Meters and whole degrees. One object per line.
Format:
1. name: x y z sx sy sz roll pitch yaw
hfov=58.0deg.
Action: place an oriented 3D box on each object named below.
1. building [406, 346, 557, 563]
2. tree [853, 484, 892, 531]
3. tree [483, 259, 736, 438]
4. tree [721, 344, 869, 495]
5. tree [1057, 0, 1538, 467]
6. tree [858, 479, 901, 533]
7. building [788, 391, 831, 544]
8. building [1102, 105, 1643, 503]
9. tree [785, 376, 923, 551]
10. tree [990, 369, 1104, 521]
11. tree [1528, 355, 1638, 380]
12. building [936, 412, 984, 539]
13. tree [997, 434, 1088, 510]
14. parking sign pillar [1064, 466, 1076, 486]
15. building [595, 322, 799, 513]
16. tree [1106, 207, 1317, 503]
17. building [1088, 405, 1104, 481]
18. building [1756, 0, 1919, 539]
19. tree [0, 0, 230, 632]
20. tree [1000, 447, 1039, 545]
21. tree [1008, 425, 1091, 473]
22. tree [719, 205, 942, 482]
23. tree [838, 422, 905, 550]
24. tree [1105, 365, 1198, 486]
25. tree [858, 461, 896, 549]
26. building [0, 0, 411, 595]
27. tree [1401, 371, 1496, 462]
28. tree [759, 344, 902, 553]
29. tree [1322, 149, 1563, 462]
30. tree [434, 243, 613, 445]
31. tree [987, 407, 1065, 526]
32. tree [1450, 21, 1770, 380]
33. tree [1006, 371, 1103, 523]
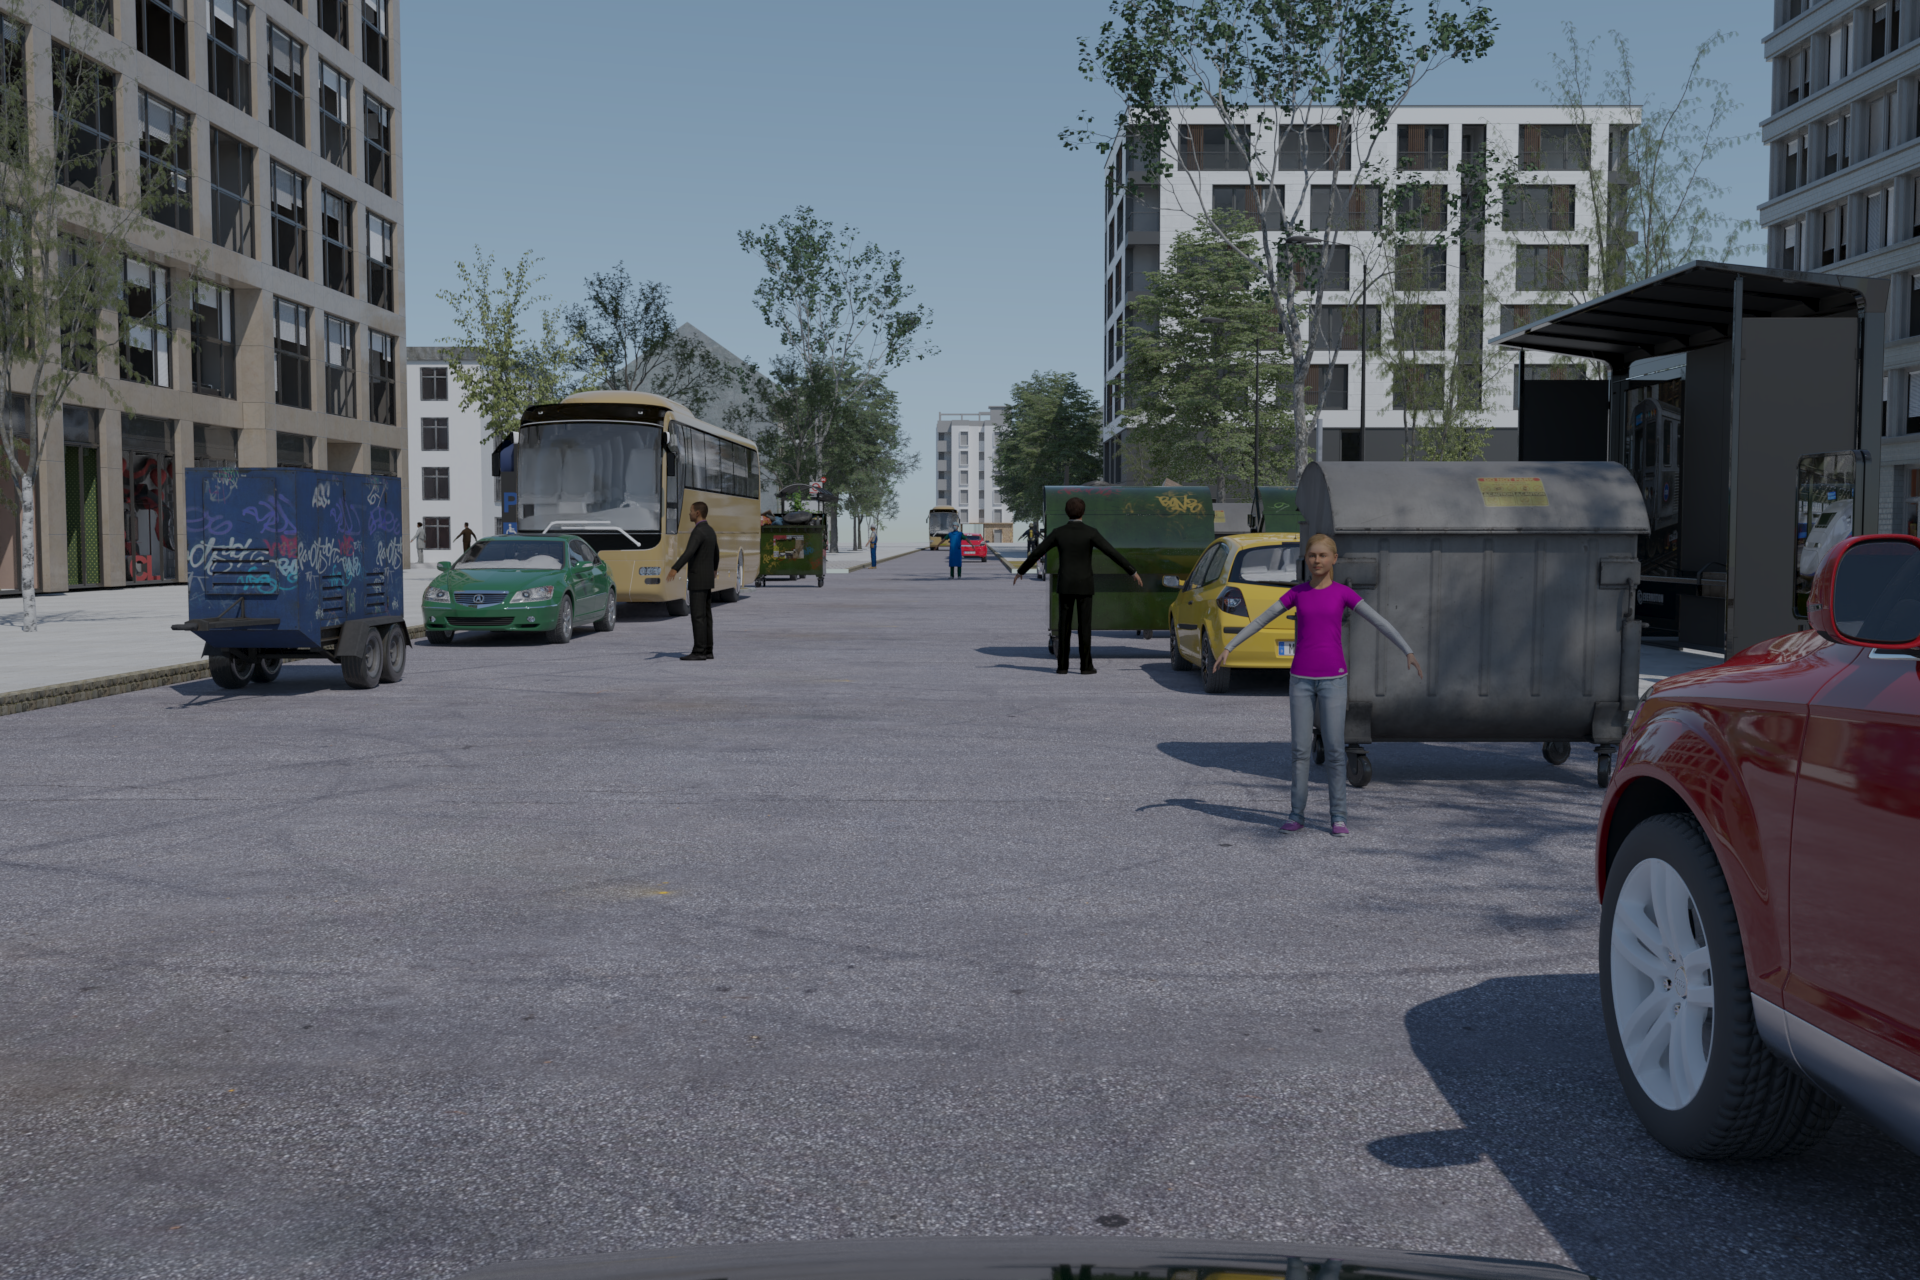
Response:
1. building: -25.849 -9.145 91.665 9.099 9.664 28.070 0 4 0
2. tree: -7.992 -13.262 167.197 4.360 8.622 3.978 0 3 0
3. tree: -12.127 -7.659 59.630 8.767 10.594 7.601 -1 4 -14
4. tree: -8.668 -9.283 86.183 8.767 10.594 7.601 0 4 0
5. tree: 8.933 -11.615 45.788 12.611 20.169 13.585 0 3 0
6. tree: -12.301 -19.976 261.014 7.601 10.594 8.767 0 4 6
7. building: -25.761 -22.157 228.723 16.747 18.905 31.486 0 4 0
8. building: 21.963 -15.608 99.165 27.936 21.610 32.646 0 3 0
9. tree: -7.974 -13.509 131.234 12.009 13.543 11.850 0 3 0
10. tree: 6.974 -13.817 132.561 9.857 13.997 8.962 0 3 0
11. tree: 22.692 -6.991 64.673 4.360 8.622 3.978 0 3 0
12. building: -3.305 -24.514 259.687 11.380 20.090 16.016 0 4 6
13. tree: 7.157 -12.747 142.829 8.767 10.594 7.601 0 4 5
14. parking sign pillar: 4.384 -4.954 69.472 1.447 3.967 1.447 0 4 0
15. building: -28.033 -21.888 188.791 19.493 23.208 18.063 0 4 1
16. tree: 8.841 -8.746 61.122 7.486 12.596 7.792 0 3 0
17. building: 26.425 -23.832 220.588 19.493 23.208 18.063 0 4 1
18. building: 25.523 -11.731 38.486 8.464 21.280 15.925 0 4 1
19. tree: -12.339 -4.401 22.314 4.360 8.622 3.978 0 3 0
20. tree: 7.263 -14.254 158.810 9.928 11.665 9.643 0 3 0
21. tree: 7.797 -13.753 150.612 9.928 11.665 9.643 0 3 0
22. tree: -7.457 -14.828 98.321 12.611 20.169 13.585 0 3 0
23. tree: -8.317 -13.367 144.299 9.928 11.665 9.643 0 3 0
24. tree: 8.285 -7.604 74.686 4.360 8.622 3.978 0 3 0
25. tree: -8.086 -12.339 152.112 4.360 8.622 3.978 0 3 0
26. building: -28.202 -14.521 40.628 19.350 26.588 34.151 0 4 0
27. tree: 21.807 -7.735 76.823 4.737 8.622 4.395 0 3 0
28. tree: -8.612 -12.829 116.409 9.857 13.997 8.962 0 3 0
29. tree: 8.738 -5.109 33.887 4.360 8.622 3.978 0 3 0
30. tree: -11.423 -5.765 44.623 4.737 8.622 4.395 0 3 0
31. tree: 7.255 -16.019 168.560 9.857 13.997 8.962 0 3 0
32. tree: 9.805 -4.549 24.737 4.360 8.622 3.978 0 3 0
33. tree: 7.018 -12.375 120.466 7.486 12.596 7.792 0 3 0
